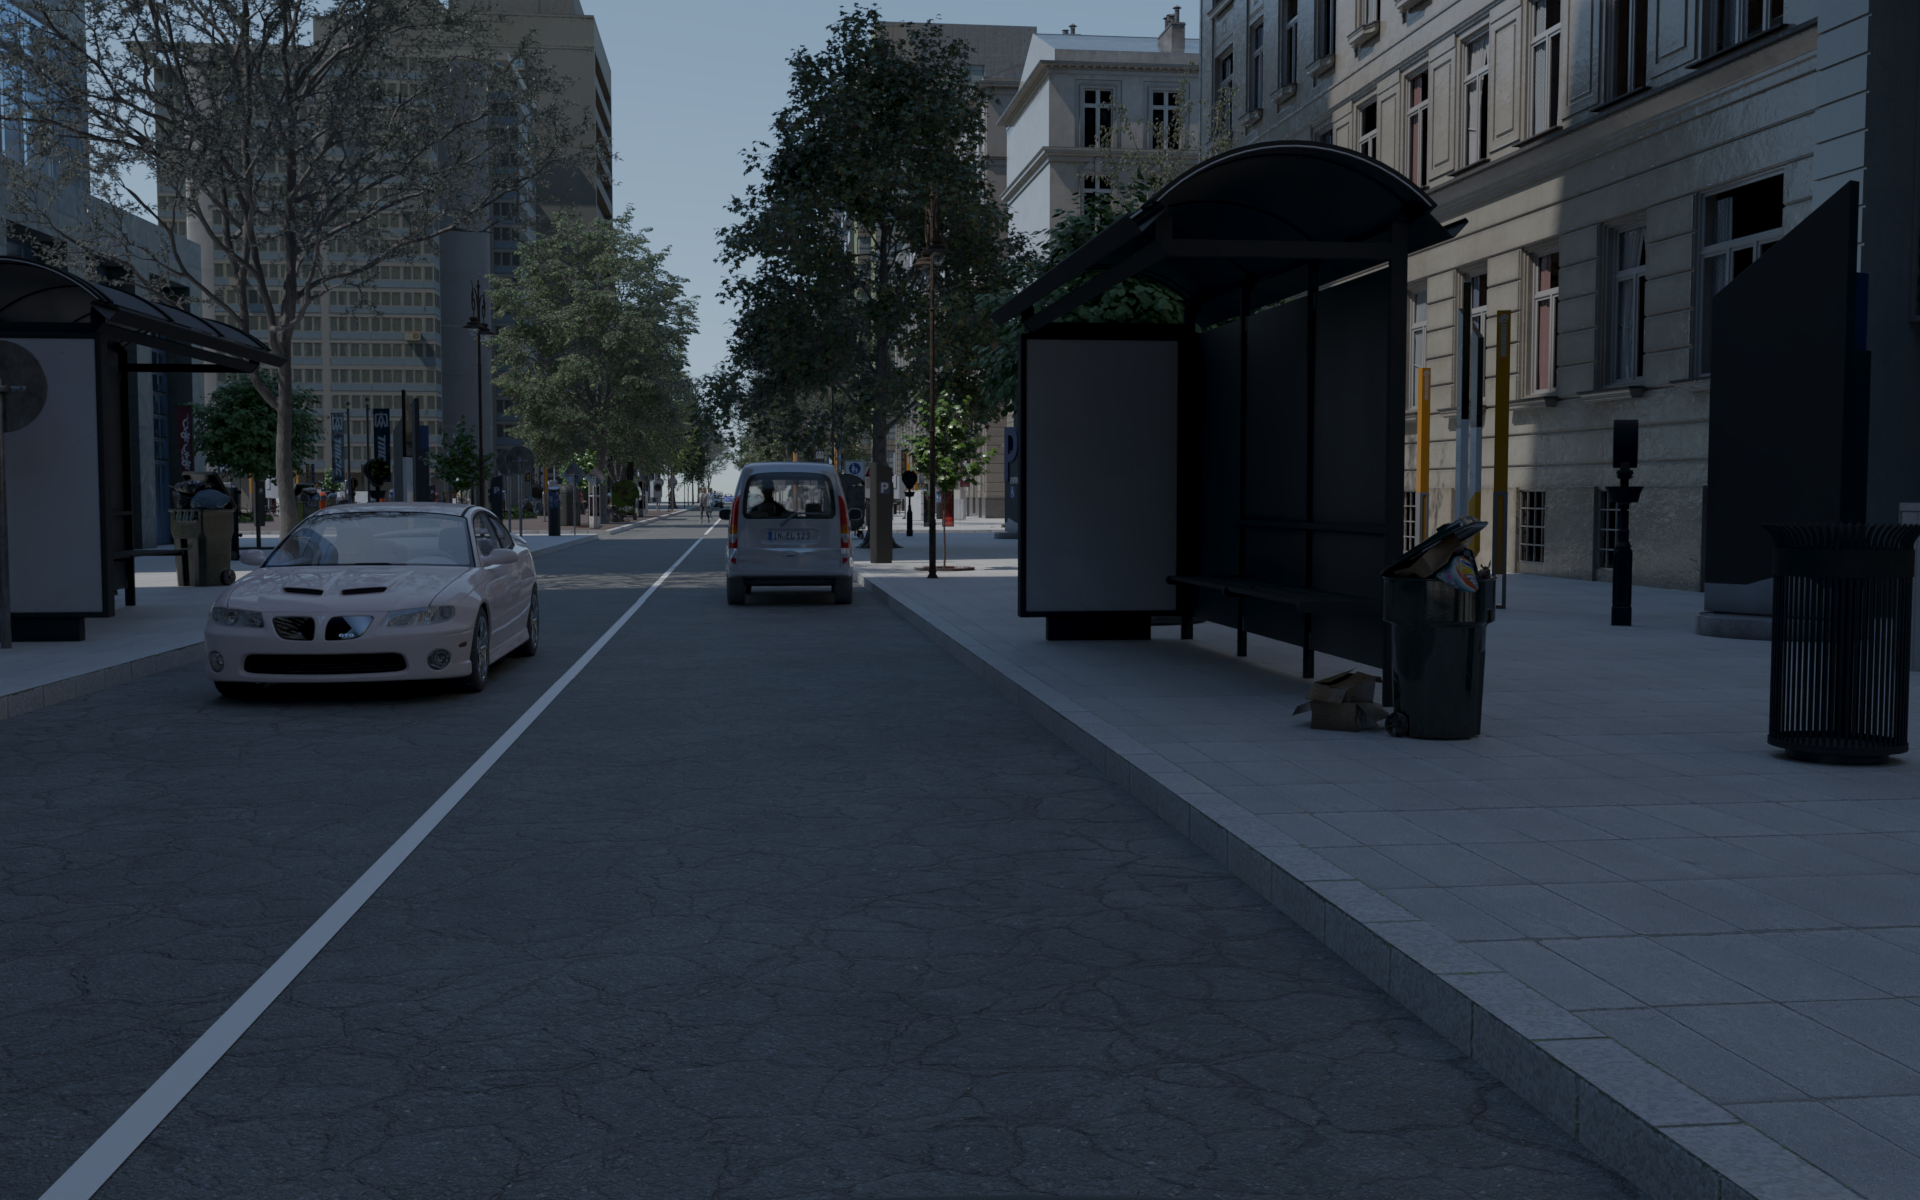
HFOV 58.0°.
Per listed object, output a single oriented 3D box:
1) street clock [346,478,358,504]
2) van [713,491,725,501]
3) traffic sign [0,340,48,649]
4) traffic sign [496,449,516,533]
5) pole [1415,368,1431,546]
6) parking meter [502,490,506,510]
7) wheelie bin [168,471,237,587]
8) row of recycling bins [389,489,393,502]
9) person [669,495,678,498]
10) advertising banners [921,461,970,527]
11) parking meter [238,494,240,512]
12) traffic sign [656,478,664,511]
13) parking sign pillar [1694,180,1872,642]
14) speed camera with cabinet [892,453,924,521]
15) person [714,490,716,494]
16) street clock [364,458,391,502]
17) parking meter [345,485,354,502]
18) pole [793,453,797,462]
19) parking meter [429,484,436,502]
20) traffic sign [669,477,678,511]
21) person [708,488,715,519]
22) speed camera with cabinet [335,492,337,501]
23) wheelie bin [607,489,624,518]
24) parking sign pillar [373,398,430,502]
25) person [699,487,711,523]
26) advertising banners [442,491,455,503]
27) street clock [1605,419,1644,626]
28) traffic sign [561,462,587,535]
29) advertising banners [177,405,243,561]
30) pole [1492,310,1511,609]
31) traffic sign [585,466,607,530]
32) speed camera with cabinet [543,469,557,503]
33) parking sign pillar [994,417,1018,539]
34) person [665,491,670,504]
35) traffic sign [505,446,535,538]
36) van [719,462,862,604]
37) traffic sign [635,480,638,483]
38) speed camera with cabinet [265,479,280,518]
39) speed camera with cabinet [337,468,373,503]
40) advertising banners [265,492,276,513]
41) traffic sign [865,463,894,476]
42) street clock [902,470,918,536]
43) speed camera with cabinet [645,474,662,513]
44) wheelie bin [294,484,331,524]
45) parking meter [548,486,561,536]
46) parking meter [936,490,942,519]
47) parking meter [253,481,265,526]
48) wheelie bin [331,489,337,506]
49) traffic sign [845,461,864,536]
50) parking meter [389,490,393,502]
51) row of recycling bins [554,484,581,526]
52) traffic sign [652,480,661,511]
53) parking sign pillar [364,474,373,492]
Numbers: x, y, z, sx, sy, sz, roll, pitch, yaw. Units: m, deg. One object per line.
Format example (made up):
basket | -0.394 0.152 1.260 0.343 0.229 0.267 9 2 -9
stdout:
street clock | -27.006 -4.429 76.984 0.358 2.002 0.471 3 5 40
van | -31.672 -13.415 226.341 2.013 2.044 4.112 0 4 -7
traffic sign | -7.931 -0.870 14.324 0.768 2.556 0.104 0 4 -4
traffic sign | -12.789 -2.999 49.148 0.768 2.556 0.104 0 3 0
pole | 7.499 -2.092 28.054 0.158 3.312 0.155 0 3 0
parking meter | -32.286 -6.969 122.359 0.372 1.533 0.369 0 3 0
wheelie bin | -10.561 -0.994 24.166 0.980 1.594 0.693 1 4 23
row of recycling bins | -39.893 -7.118 123.490 1.069 1.692 3.534 0 4 -4
person | -35.718 -12.622 215.654 1.217 1.735 0.721 0 4 -2
advertising banners | -0.497 -4.376 67.733 2.074 3.025 0.090 -1 4 -13
parking meter | -48.701 -6.624 116.715 0.372 1.533 0.369 0 3 0
traffic sign | -23.465 -8.258 135.120 0.768 2.556 0.104 0 4 -5
parking sign pillar | 7.456 -1.660 15.613 1.447 3.967 1.447 -2 4 -32
speed camera with cabinet | -2.471 -5.431 83.126 2.038 3.252 0.660 3 4 36
person | -26.276 -10.851 185.916 0.705 1.824 1.348 0 4 4
street clock | -11.833 -1.874 35.206 0.471 2.002 0.358 -3 5 -40
parking meter | -32.191 -5.235 91.296 0.399 1.863 0.255 1 4 15
pole | -8.019 -5.537 84.381 0.158 3.312 0.155 0 3 0
parking meter | -30.738 -5.814 100.766 0.399 1.863 0.255 -2 4 -30
traffic sign | -22.039 -8.119 132.847 0.768 2.556 0.104 0 4 0
person | -14.135 -5.477 98.312 0.793 1.790 0.793 -2 4 -27
speed camera with cabinet | -44.240 -7.894 123.396 0.660 3.252 2.038 -3 5 -39
wheelie bin | -17.741 -4.980 89.332 0.980 1.594 0.693 -1 4 -23
parking sign pillar | -15.580 -3.713 49.183 1.447 3.967 1.447 3 5 45
person | -12.524 -4.688 85.329 0.709 1.800 0.728 2 4 32
advertising banners | -29.208 -6.323 99.568 0.090 3.025 2.074 1 4 14
street clock | 6.465 -0.752 16.872 0.358 2.002 0.471 1 4 20
traffic sign | -12.068 -3.093 54.220 0.795 2.450 0.064 0 4 -7
advertising banners | -14.664 -2.300 33.794 2.074 3.025 0.090 2 4 35
pole | 6.040 -1.559 19.331 0.158 3.312 0.155 0 3 0
traffic sign | -13.055 -3.578 62.145 0.795 2.450 0.064 0 4 -7
speed camera with cabinet | -27.494 -7.447 116.094 0.660 3.252 2.038 -2 4 -25
parking sign pillar | 1.698 -3.751 49.805 1.447 3.967 1.447 -1 4 -18
person | -36.385 -12.758 217.237 1.348 1.807 0.705 2 4 24
traffic sign | -11.567 -2.780 45.566 0.768 2.556 0.104 0 4 -6
van | -2.340 -1.033 23.901 2.013 2.044 4.112 0 4 -5
traffic sign | -24.055 -7.822 127.887 0.884 2.594 0.081 0 4 1
speed camera with cabinet | -40.942 -6.719 104.190 2.038 3.252 0.660 3 4 36
speed camera with cabinet | -39.747 -7.318 113.993 2.038 3.252 0.660 0 4 7
advertising banners | -47.637 -7.586 120.218 0.090 3.025 2.074 1 4 21
traffic sign | -2.396 -3.162 51.708 0.884 2.594 0.081 0 4 1
street clock | -1.525 -2.927 52.422 0.471 2.002 0.358 0 4 4
speed camera with cabinet | -21.444 -7.604 118.654 2.038 3.252 0.660 -2 4 -33
wheelie bin | -19.597 -2.694 51.947 0.693 1.594 0.980 2 4 31
parking meter | -12.423 -2.728 53.018 0.372 1.533 0.369 0 3 0
parking meter | -1.023 -4.873 88.080 0.372 1.533 0.369 0 3 0
parking meter | -27.917 -3.872 69.019 0.255 1.863 0.399 3 5 40
wheelie bin | -36.784 -5.694 101.011 0.980 1.594 0.693 0 4 8
traffic sign | -3.213 -3.110 52.980 0.606 2.300 0.079 0 4 2
parking meter | -38.147 -6.606 116.415 0.372 1.533 0.369 0 3 0
row of recycling bins | -16.224 -3.898 70.843 1.069 1.692 3.534 -1 4 -20
traffic sign | -22.458 -7.713 128.235 0.606 2.300 0.079 0 4 -7
parking sign pillar | -44.185 -8.669 130.213 1.447 3.967 1.447 2 4 31
